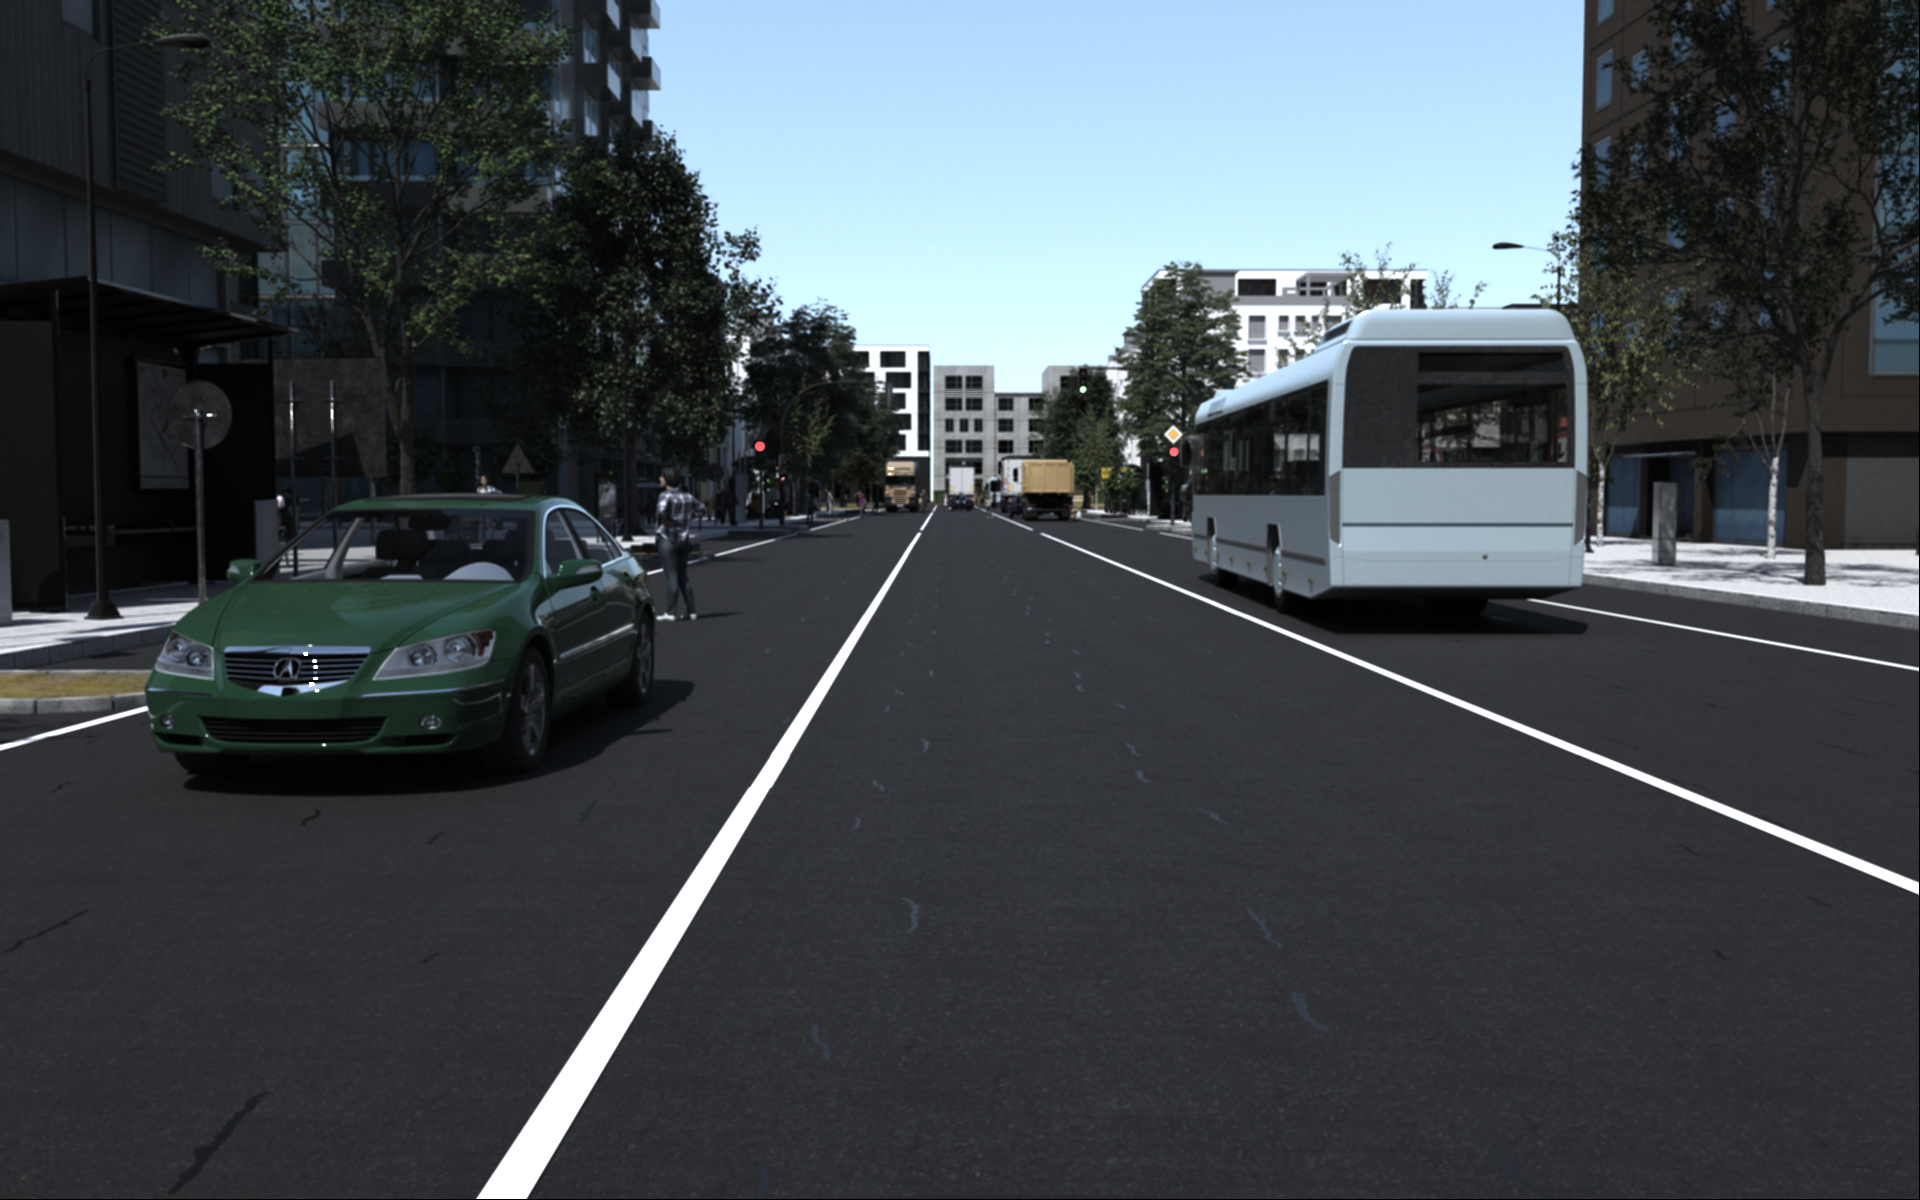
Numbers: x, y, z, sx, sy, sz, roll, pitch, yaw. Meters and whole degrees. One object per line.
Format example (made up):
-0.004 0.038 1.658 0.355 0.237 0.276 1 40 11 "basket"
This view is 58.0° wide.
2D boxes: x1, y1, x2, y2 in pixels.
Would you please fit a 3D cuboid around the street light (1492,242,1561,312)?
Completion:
10.517 -3.644 32.116 1.470 5.913 1.316 0 4 -1 "street light"

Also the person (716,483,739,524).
-9.862 -4.093 73.519 0.990 1.755 0.434 -1 4 -10 "person"

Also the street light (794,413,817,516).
-8.901 -7.774 99.648 1.470 5.913 1.316 0 4 -1 "street light"

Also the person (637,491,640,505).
-15.428 -4.572 82.862 0.319 1.574 0.516 0 4 -2 "person"

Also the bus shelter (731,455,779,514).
-11.006 -6.077 93.276 2.014 3.302 5.546 0 4 0 "bus shelter"

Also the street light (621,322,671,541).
-8.501 -4.549 46.919 1.470 5.913 1.316 0 4 -1 "street light"

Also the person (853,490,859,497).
-11.572 -11.658 197.369 1.217 1.735 0.721 -1 4 -10 "person"

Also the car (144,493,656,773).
-3.065 0.085 10.411 2.131 1.459 4.920 0 4 1 "car"

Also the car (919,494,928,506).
-4.744 -11.878 204.428 2.015 1.641 3.980 0 4 -1 "car"

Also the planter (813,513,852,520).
-7.134 -4.517 94.990 1.991 0.319 1.994 0 4 -1 "planter"

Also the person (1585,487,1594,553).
13.567 -1.926 37.988 0.683 1.767 0.568 1 4 21 "person"

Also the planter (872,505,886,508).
-7.855 -9.280 172.875 1.991 0.319 1.994 0 4 -1 "planter"

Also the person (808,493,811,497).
-16.588 -11.134 191.280 0.799 1.438 0.628 2 4 30 "person"

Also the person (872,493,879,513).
-6.167 -7.157 128.213 0.574 1.496 0.600 -3 5 -40 "person"

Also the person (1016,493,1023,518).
3.572 -5.584 102.335 0.613 1.512 0.480 -1 4 -11 "person"

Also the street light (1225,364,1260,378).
10.184 -5.478 62.106 1.470 5.913 1.316 0 4 -1 "street light"

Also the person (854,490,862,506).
-10.556 -10.717 181.986 1.217 1.743 0.721 1 4 9 "person"

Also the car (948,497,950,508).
-0.282 -10.403 179.686 1.945 1.707 3.694 0 4 0 "car"

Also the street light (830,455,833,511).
-9.102 -9.564 128.920 1.470 5.913 1.316 0 4 -1 "street light"

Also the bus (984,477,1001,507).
4.358 -12.395 197.520 2.948 3.499 13.247 0 4 -1 "bus"

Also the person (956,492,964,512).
-0.020 -8.009 141.312 0.647 1.594 0.662 -1 4 -17 "person"

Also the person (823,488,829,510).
-10.793 -8.151 139.759 0.568 1.767 0.683 -2 4 -26 "person"

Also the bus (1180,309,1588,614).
5.097 -1.773 23.852 2.948 3.499 13.247 0 4 1 "bus"

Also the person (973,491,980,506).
1.943 -12.109 206.492 1.348 1.824 0.705 -3 5 -44 "person"

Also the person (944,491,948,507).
-1.638 -11.351 194.759 0.621 1.740 0.551 -2 4 -35 "person"

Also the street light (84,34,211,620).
-8.272 -2.759 17.647 1.470 5.913 1.316 0 4 -1 "street light"

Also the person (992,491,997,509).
3.339 -9.936 171.669 0.721 1.735 1.217 3 4 36 "person"

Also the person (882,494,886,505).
-8.629 -11.257 195.735 0.628 1.438 0.799 -3 5 -41 "person"

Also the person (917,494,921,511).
-3.756 -8.671 150.788 0.721 1.766 1.217 -2 4 -35 "person"

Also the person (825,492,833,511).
-9.943 -7.688 132.445 0.576 1.737 0.504 -3 5 -45 "person"

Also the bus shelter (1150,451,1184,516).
11.374 -6.408 96.055 1.731 3.624 6.357 0 4 0 "bus shelter"

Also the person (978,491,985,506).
2.772 -12.698 216.212 1.348 1.812 0.705 -1 4 -12 "person"

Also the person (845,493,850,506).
-12.239 -10.774 185.464 1.065 1.426 0.557 1 4 17 "person"

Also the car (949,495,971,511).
0.004 -8.359 149.251 1.945 1.354 3.894 0 4 -2 "car"

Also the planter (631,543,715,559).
-6.619 -1.106 39.224 1.991 0.319 1.994 0 4 -1 "planter"

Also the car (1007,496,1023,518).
3.825 -5.656 105.049 1.945 1.354 3.894 0 4 0 "car"

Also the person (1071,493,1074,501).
14.246 -13.004 219.332 0.721 1.739 1.217 1 4 21 "person"

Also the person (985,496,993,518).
1.756 -5.616 104.235 0.435 1.345 0.340 -1 4 -20 "person"

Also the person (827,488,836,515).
-7.701 -5.825 103.882 0.789 1.805 0.875 -1 4 -19 "person"

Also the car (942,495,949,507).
-1.089 -11.409 199.109 1.945 1.354 3.894 0 4 1 "car"

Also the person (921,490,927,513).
-2.640 -7.290 128.243 0.434 1.755 0.990 0 4 -2 "person"

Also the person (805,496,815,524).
-7.135 -4.272 82.258 0.340 1.345 0.435 3 5 44 "person"

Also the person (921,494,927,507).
-3.962 -11.168 194.280 0.799 1.438 0.628 1 4 15 "person"

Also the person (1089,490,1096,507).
13.070 -10.335 175.023 1.348 1.824 0.705 -2 4 -26 "person"

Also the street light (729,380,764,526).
-8.667 -5.984 70.376 1.470 5.913 1.316 0 4 -1 "street light"

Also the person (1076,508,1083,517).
7.396 -5.401 107.286 0.381 0.543 0.357 1 4 12 "person"

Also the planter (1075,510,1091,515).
8.183 -6.164 121.920 1.991 0.319 1.994 0 4 -1 "planter"

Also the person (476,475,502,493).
-11.179 -2.088 40.910 0.841 1.734 0.376 2 4 31 "person"

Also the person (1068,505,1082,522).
5.907 -4.452 89.221 0.695 0.859 0.347 -2 4 -35 "person"

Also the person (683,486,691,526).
-10.981 -3.763 69.531 0.435 1.587 0.963 -1 4 -21 "person"

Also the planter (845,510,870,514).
-7.397 -6.202 122.542 1.991 0.319 1.994 0 4 -1 "planter"

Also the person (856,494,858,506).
-11.413 -11.248 193.200 0.557 1.426 1.065 -2 4 -31 "person"

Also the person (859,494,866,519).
-5.786 -5.480 101.332 0.726 1.435 0.776 3 4 38 "person"
